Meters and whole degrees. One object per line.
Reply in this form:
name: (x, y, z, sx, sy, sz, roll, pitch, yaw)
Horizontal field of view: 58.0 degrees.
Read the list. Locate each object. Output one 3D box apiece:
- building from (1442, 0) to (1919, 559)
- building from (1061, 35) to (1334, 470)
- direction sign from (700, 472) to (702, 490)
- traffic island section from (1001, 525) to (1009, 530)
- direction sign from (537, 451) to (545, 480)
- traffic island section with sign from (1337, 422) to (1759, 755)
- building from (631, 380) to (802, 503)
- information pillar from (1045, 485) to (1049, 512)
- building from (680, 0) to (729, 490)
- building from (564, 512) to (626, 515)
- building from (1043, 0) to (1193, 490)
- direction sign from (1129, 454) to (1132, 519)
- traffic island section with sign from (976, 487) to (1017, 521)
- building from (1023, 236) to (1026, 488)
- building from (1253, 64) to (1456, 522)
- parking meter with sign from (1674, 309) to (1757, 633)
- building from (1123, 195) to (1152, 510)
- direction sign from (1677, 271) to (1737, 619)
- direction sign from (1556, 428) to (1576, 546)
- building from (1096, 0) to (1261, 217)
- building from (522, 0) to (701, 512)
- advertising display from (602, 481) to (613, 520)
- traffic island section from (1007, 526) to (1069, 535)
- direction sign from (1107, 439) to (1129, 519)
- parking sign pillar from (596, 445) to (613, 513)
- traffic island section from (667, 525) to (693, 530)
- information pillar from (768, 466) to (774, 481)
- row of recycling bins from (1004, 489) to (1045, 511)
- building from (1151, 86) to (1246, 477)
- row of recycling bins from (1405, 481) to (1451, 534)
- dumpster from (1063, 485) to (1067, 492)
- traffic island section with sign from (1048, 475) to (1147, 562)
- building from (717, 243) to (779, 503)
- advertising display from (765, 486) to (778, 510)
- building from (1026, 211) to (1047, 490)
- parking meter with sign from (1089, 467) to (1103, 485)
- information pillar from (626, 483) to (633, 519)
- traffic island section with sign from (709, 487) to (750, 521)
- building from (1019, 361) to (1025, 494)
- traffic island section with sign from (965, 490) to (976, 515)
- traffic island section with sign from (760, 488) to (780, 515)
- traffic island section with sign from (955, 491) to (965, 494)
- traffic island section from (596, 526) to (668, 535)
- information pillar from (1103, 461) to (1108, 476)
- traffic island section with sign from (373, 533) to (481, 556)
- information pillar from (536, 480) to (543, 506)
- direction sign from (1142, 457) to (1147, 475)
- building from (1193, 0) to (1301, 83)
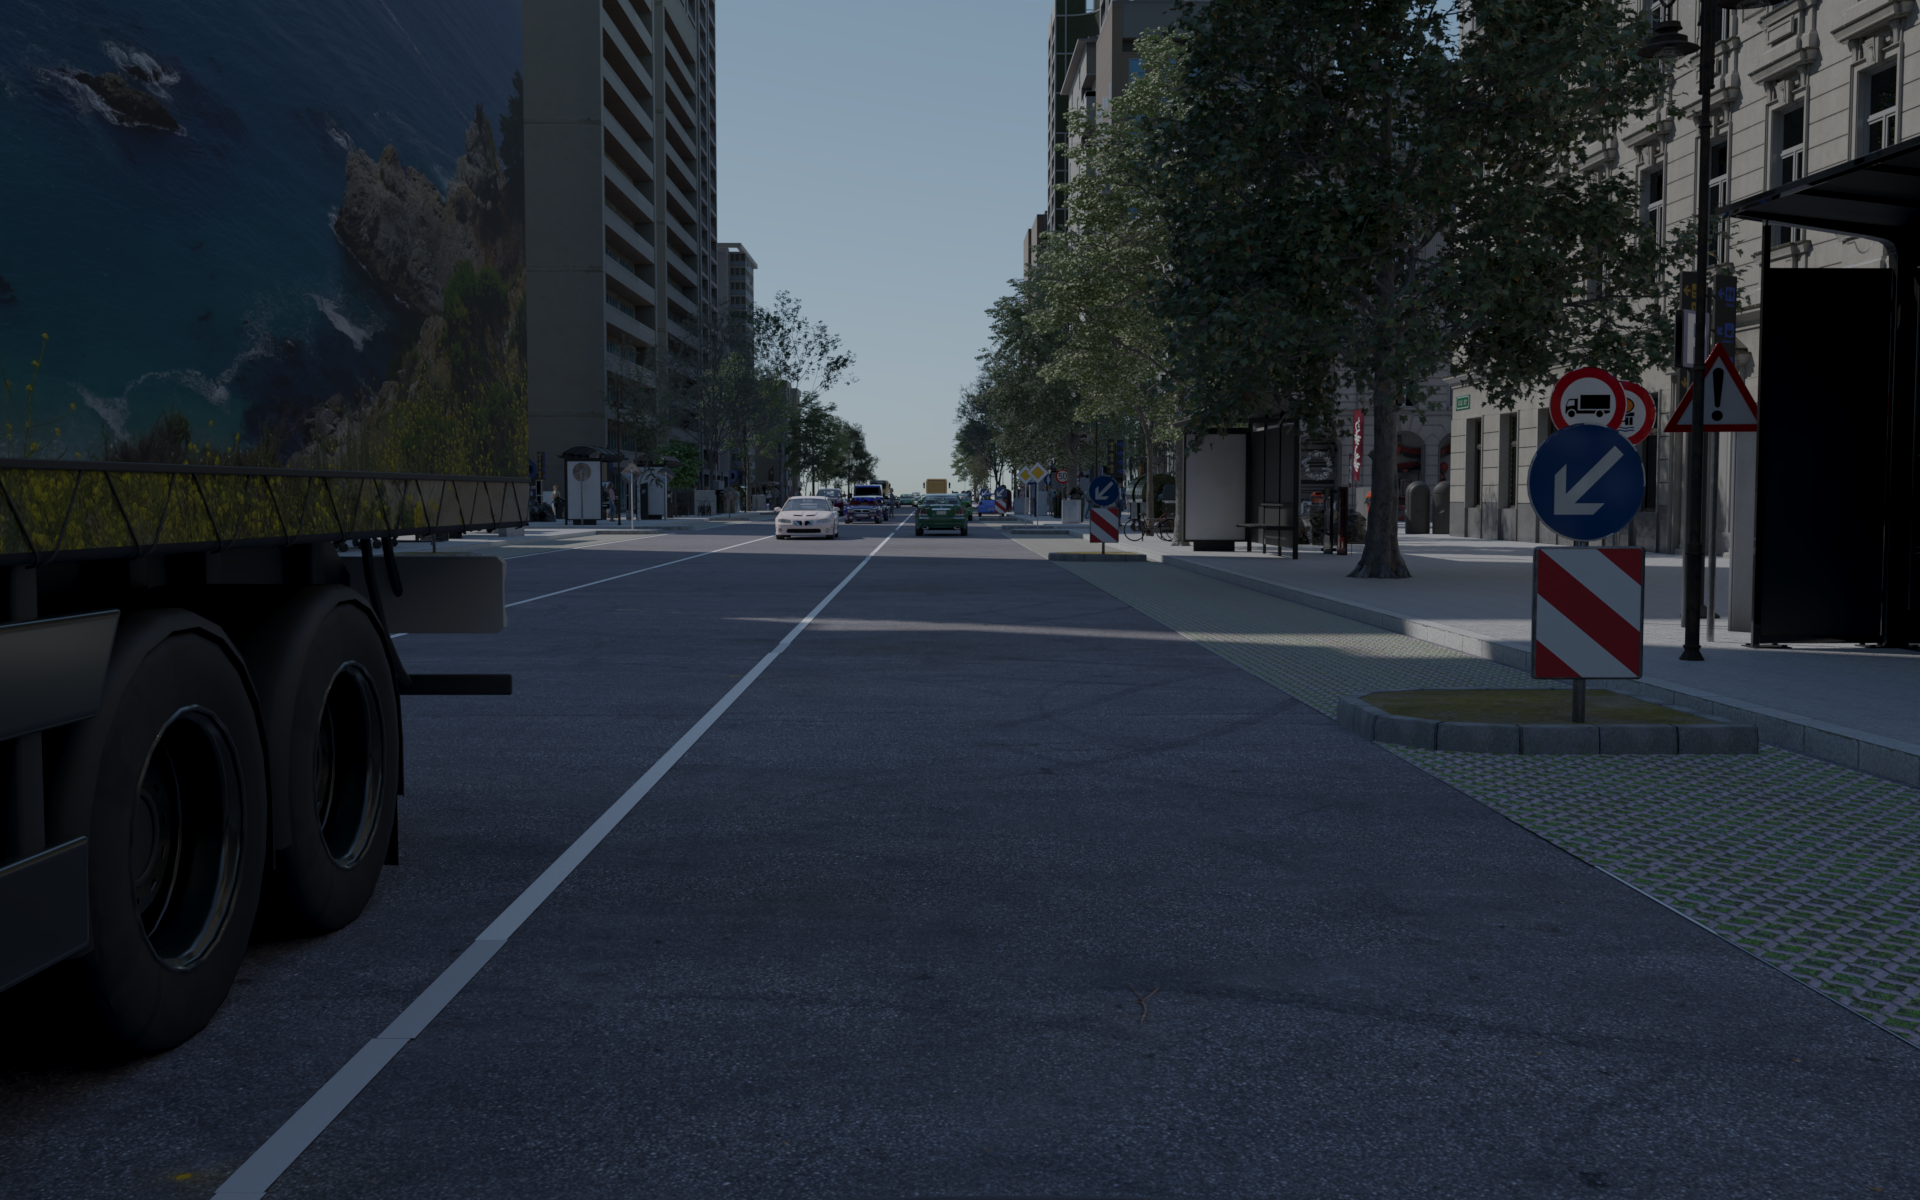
building: (23.124, -15.541, 30.515, 17.030, 29.872, 44.131, 0, 4, -1)
building: (26.790, -37.247, 198.222, 28.713, 52.752, 27.495, 0, 4, -1)
direction sign: (-17.480, -7.634, 116.809, 0.379, 3.537, 0.876, -1, 4, -14)
traffic island section: (2.708, -2.944, 70.409, 2.009, 0.180, 2.903, 0, 4, -1)
direction sign: (-22.295, -6.135, 92.312, 0.379, 3.537, 0.876, 1, 4, 12)
traffic island section with sign: (3.364, -0.109, 10.406, 1.989, 1.847, 2.006, 0, 4, -1)
building: (-40.194, -26.377, 276.299, 27.650, 21.520, 28.899, 0, 4, -1)
information pillar: (6.190, -7.273, 123.410, 0.304, 2.012, 0.304, 0, 4, -3)
building: (-36.241, -46.419, 197.200, 20.563, 71.187, 20.611, 0, 4, -1)
building: (-32.714, -30.108, 115.963, 21.300, 48.544, 21.600, 0, 4, -1)
building: (21.284, -49.670, 250.350, 20.563, 71.187, 20.611, 0, 4, -1)
direction sign: (8.781, -5.934, 89.012, 0.379, 3.537, 0.876, 0, 3, 0)
traffic island section with sign: (2.018, -5.145, 92.756, 1.989, 1.847, 2.006, 0, 4, -1)
building: (17.600, -38.709, 283.008, 14.600, 45.320, 14.200, 0, 4, -1)
building: (25.680, -14.924, 85.812, 24.055, 21.916, 13.314, 0, 4, -1)
parking meter with sign: (7.527, -1.205, 15.956, 0.543, 3.016, 1.738, -3, 5, -43)
building: (19.522, -20.543, 133.133, 12.463, 27.353, 25.104, 0, 4, -1)
direction sign: (7.686, -1.583, 17.880, 0.876, 3.537, 0.379, -2, 4, -30)
direction sign: (13.207, -2.758, 37.094, 0.876, 3.537, 0.379, 1, 4, 15)
building: (19.755, -30.950, 156.148, 14.600, 45.320, 14.200, 0, 4, -1)
building: (-35.515, -32.512, 155.268, 21.300, 48.544, 21.600, 0, 4, -1)
advertising display: (-17.666, -4.921, 85.676, 0.974, 1.923, 0.123, -1, 4, -11)
traffic island section: (2.839, -2.455, 62.425, 2.009, 0.180, 2.903, 0, 4, -1)
direction sign: (6.436, -4.881, 71.796, 0.876, 3.537, 0.379, -3, 5, -39)
parking sign pillar: (-19.602, -6.520, 95.067, 1.447, 3.967, 1.447, 3, 5, 41)
traffic island section: (-11.932, -2.929, 70.174, 2.009, 0.180, 2.903, 0, 4, -1)
information pillar: (-15.585, -9.272, 142.945, 0.504, 3.616, 0.183, 2, 4, 24)
row of recycling bins: (5.014, -7.844, 135.358, 3.534, 1.692, 1.069, 0, 4, -2)
building: (19.439, -17.866, 110.130, 12.078, 24.808, 19.932, 0, 4, -1)
row of recycling bins: (15.935, -2.936, 55.116, 3.534, 1.692, 1.069, 2, 4, 28)
dumpster: (6.390, -5.739, 99.596, 1.264, 1.857, 1.865, 0, 4, -1)
traffic island section with sign: (2.923, -1.757, 37.358, 1.989, 1.847, 2.006, 0, 4, -1)
building: (-42.516, -34.092, 249.290, 32.217, 40.220, 23.993, 0, 4, -1)
advertising display: (-14.858, -8.026, 136.444, 0.974, 1.923, 0.123, -1, 4, -21)
building: (18.345, -37.843, 268.844, 14.600, 45.320, 14.200, 0, 4, -1)
parking meter with sign: (8.325, -6.960, 110.057, 1.738, 3.016, 0.543, 0, 4, -7)
information pillar: (-16.690, -5.074, 87.453, 0.304, 2.012, 0.304, 0, 4, 4)
traffic island section with sign: (-12.304, -5.137, 92.620, 1.989, 1.847, 2.006, 0, 4, -1)
building: (17.046, -32.206, 298.261, 14.160, 30.474, 14.107, 0, 4, -1)
traffic island section with sign: (1.566, -6.827, 120.252, 1.989, 1.847, 2.006, 0, 4, -1)
traffic island section with sign: (-12.756, -6.800, 119.812, 1.989, 1.847, 2.006, 0, 4, -1)
traffic island section with sign: (0.741, -9.893, 170.372, 1.989, 1.847, 2.006, 0, 4, -1)
traffic island section: (-11.801, -2.441, 62.190, 2.009, 0.180, 2.903, 0, 4, -1)
information pillar: (7.434, -5.938, 88.443, 0.183, 3.616, 0.504, -1, 4, -23)
traffic island section with sign: (-11.384, -1.743, 37.122, 1.989, 1.847, 2.006, 0, 4, -1)
information pillar: (-21.965, -5.258, 90.466, 0.304, 2.012, 0.304, 0, 4, -1)
direction sign: (11.373, -7.021, 106.794, 0.379, 3.537, 0.876, 2, 4, 27)
building: (22.883, -44.944, 173.089, 20.563, 71.187, 20.611, 0, 4, -1)
